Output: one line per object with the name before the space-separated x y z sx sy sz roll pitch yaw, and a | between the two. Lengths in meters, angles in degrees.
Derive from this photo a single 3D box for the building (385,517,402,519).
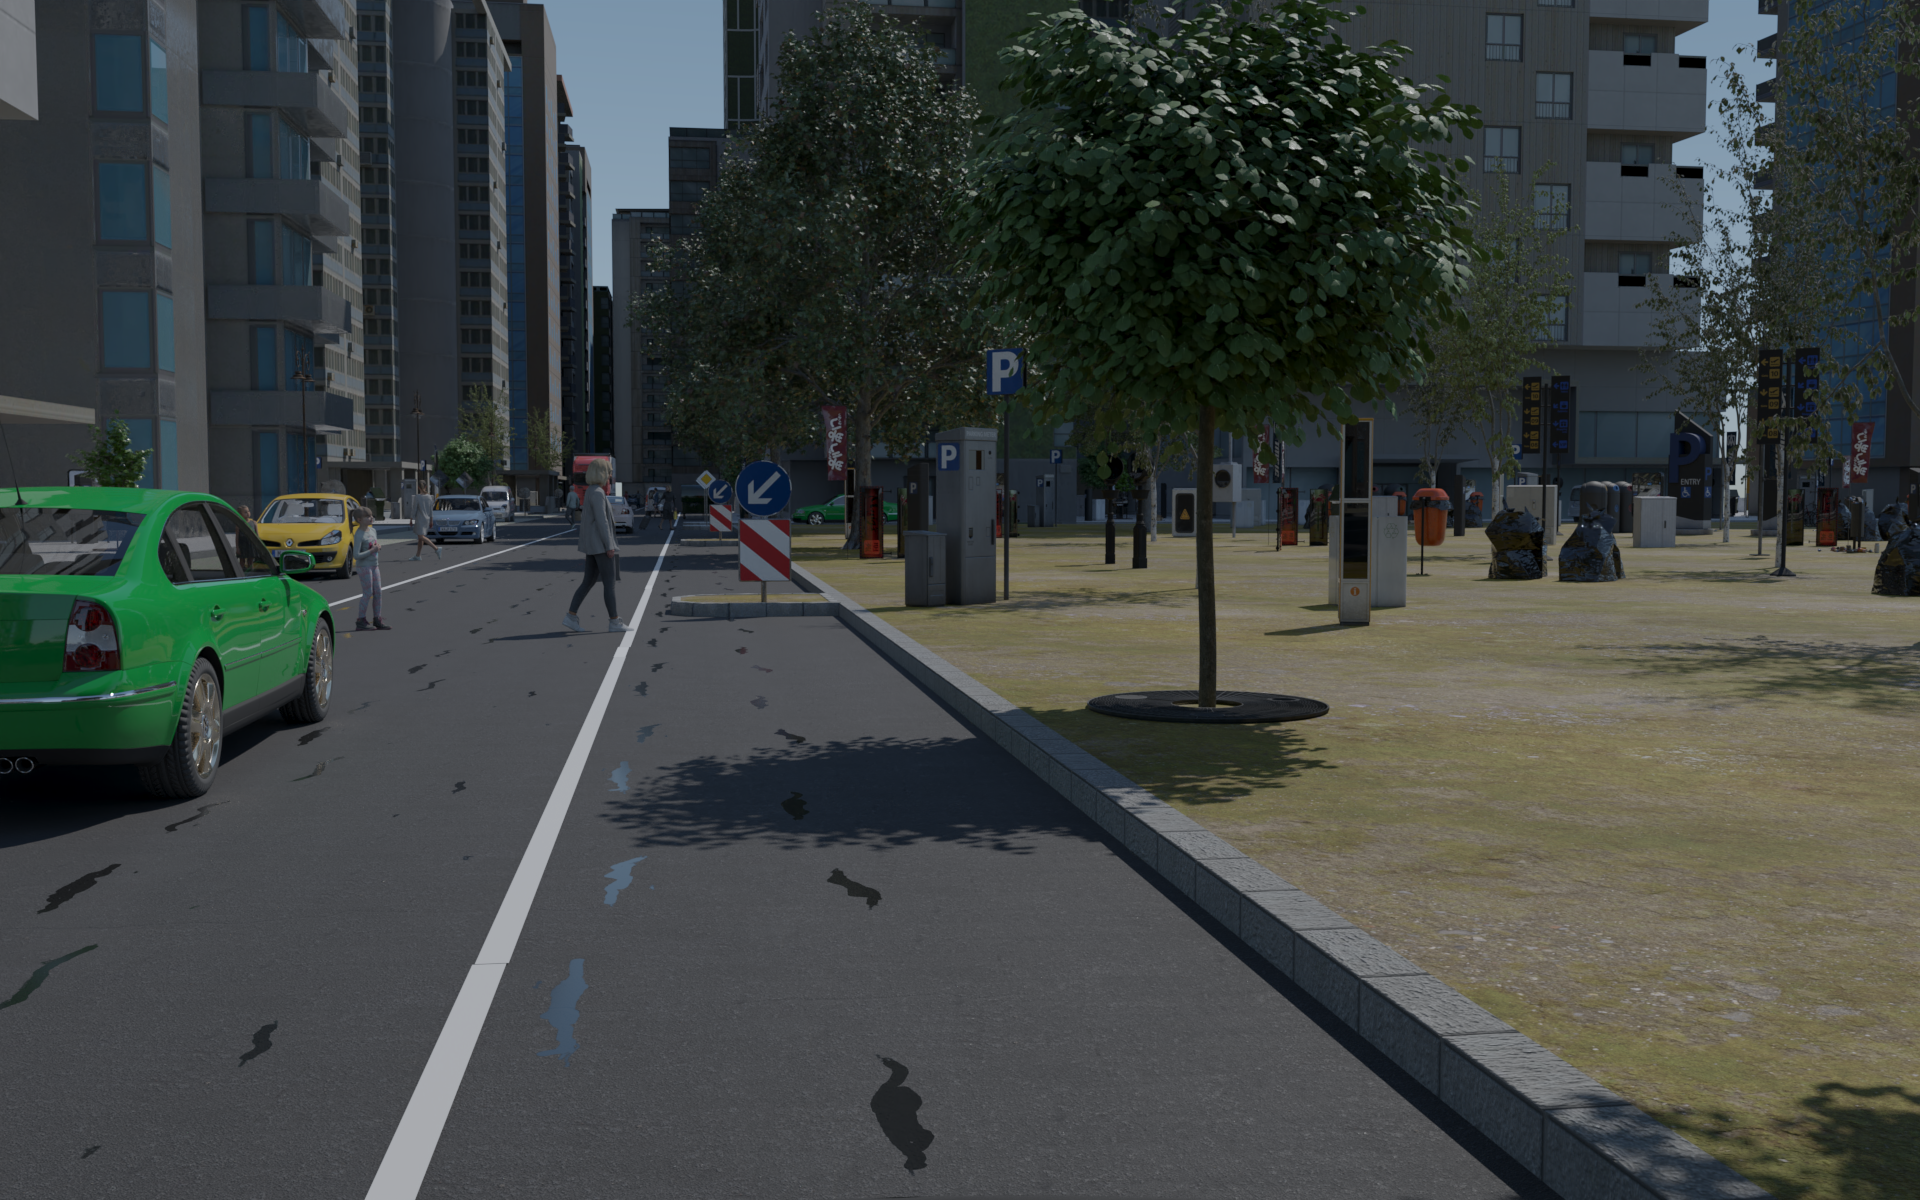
building | -46.401 -24.585 93.851 32.217 40.220 23.993 -1 4 -9

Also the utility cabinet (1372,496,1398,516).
utility cabinet | 14.283 -2.906 58.674 1.020 1.237 0.306 0 4 -3

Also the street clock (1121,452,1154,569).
street clock | 3.102 -1.545 29.835 0.358 2.002 0.471 -2 4 -33

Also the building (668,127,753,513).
building | -16.327 -22.551 140.407 14.160 30.474 14.107 -1 4 -9

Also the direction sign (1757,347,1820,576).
direction sign | 12.913 -2.145 27.068 0.876 3.537 0.379 3 4 38

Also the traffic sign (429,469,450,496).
traffic sign | -20.678 -3.987 68.834 0.795 2.450 0.064 -1 4 -9

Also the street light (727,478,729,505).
street light | -16.471 -9.169 122.699 0.468 5.910 1.993 -1 4 -9

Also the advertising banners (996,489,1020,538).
advertising banners | 1.086 -3.307 50.250 0.090 3.025 2.074 3 4 39

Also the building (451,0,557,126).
building | -43.673 -30.938 155.949 14.600 45.320 14.200 -1 4 -9

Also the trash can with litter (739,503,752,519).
trash can with litter | -10.415 -4.488 84.760 0.624 1.170 1.055 -2 4 -27

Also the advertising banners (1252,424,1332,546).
advertising banners | 8.221 -2.873 43.154 2.074 3.025 0.090 1 4 20

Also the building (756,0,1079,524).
building | -2.526 -24.481 83.855 14.086 41.232 14.154 -1 4 -9

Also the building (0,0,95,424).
building | -29.754 -26.373 20.435 28.713 52.752 27.495 -1 4 -9

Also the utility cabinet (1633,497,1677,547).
utility cabinet | 16.781 -1.875 41.825 1.020 1.237 0.306 -1 4 -17

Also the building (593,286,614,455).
building | -55.031 -28.594 239.211 14.107 30.474 14.160 -1 4 -9

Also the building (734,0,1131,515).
building | 1.221 -25.902 115.381 32.217 40.220 23.993 -1 4 -9

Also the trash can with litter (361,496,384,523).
trash can with litter | -26.927 -4.119 78.405 1.678 1.210 2.233 -2 4 -29

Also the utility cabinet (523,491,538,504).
utility cabinet | -36.547 -8.480 147.333 1.173 1.500 0.318 1 4 11

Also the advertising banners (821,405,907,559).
advertising banners | -1.726 -2.331 34.304 2.074 3.025 0.090 -1 4 -16

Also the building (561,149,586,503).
building | -50.815 -31.545 199.361 14.154 41.232 14.086 -1 4 -9

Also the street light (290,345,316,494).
street light | -20.352 -4.954 53.781 0.468 5.910 1.993 -1 4 -9

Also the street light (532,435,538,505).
street light | -33.187 -9.953 135.515 0.468 5.910 1.993 -1 4 -9

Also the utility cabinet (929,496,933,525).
utility cabinet | -1.594 -3.704 71.718 1.020 1.237 0.306 -3 5 -42

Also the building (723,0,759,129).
building | -21.376 -47.699 218.133 20.563 71.187 20.611 -1 4 -9

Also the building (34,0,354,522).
building | -36.287 -26.596 54.451 30.456 49.044 23.786 -1 4 -9

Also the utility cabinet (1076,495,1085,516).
utility cabinet | 6.909 -5.461 100.441 1.020 1.237 0.306 2 4 32

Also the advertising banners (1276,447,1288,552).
advertising banners | 7.304 -2.645 39.440 0.090 3.025 2.074 1 4 14

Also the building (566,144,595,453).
building | -53.606 -34.686 217.225 14.200 45.320 14.600 -1 4 -9

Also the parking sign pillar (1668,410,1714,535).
parking sign pillar | 23.081 -4.054 54.752 1.447 3.967 1.447 -2 4 -33

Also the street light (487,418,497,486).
street light | -28.614 -8.142 105.912 0.468 5.910 1.993 -1 4 -9

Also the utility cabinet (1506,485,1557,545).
utility cabinet | 14.305 -2.122 43.376 1.173 1.500 0.318 2 4 31

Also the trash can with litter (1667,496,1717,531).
trash can with litter | 24.990 -2.993 59.990 2.233 1.210 1.678 2 4 34

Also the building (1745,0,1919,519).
building | 54.119 -27.182 94.533 14.200 45.320 14.600 -1 4 -9

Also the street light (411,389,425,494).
street light | -23.942 -6.348 76.580 0.468 5.910 1.993 -1 4 -9

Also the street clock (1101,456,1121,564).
street clock | 2.762 -1.665 31.789 0.471 2.002 0.358 0 4 6

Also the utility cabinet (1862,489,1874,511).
utility cabinet | 40.972 -4.253 78.223 0.318 1.500 1.173 1 4 20

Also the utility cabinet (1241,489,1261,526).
utility cabinet | 11.371 -3.685 68.926 1.173 1.500 0.318 0 4 2

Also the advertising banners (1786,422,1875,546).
advertising banners | 21.309 -2.837 42.568 2.074 3.025 0.090 3 5 41

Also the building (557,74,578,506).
building | -50.901 -31.925 176.591 22.147 44.769 28.867 -1 4 -9

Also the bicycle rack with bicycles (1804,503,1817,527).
bicycle rack with bicycles | 32.955 -3.323 67.719 2.925 0.926 2.852 0 4 0

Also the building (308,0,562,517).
building | -46.294 -26.563 126.190 32.217 40.220 23.993 -1 4 -9

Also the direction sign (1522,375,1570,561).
direction sign | 11.259 -2.529 33.346 0.876 3.537 0.379 2 4 31

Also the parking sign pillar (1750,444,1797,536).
parking sign pillar | 25.161 -3.964 53.283 1.447 3.967 1.447 -1 4 -10

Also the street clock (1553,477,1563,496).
street clock | 25.765 -4.288 74.674 0.358 2.002 0.471 -1 4 -13

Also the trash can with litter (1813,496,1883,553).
trash can with litter | 19.944 -1.674 38.423 1.678 1.210 2.233 1 4 16

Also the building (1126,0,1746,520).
building | 24.443 -31.077 97.340 27.495 52.752 28.713 -1 4 -9

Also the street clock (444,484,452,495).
street clock | -31.044 -6.149 105.108 0.471 2.002 0.358 2 4 33

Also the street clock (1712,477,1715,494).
street clock | 31.011 -4.109 71.753 0.471 2.002 0.358 2 4 25

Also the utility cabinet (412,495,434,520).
utility cabinet | -26.729 -4.588 86.168 1.020 1.237 0.306 -1 4 -13

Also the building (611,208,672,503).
building | -41.100 -34.094 241.033 14.086 41.232 14.154 -1 4 -9
